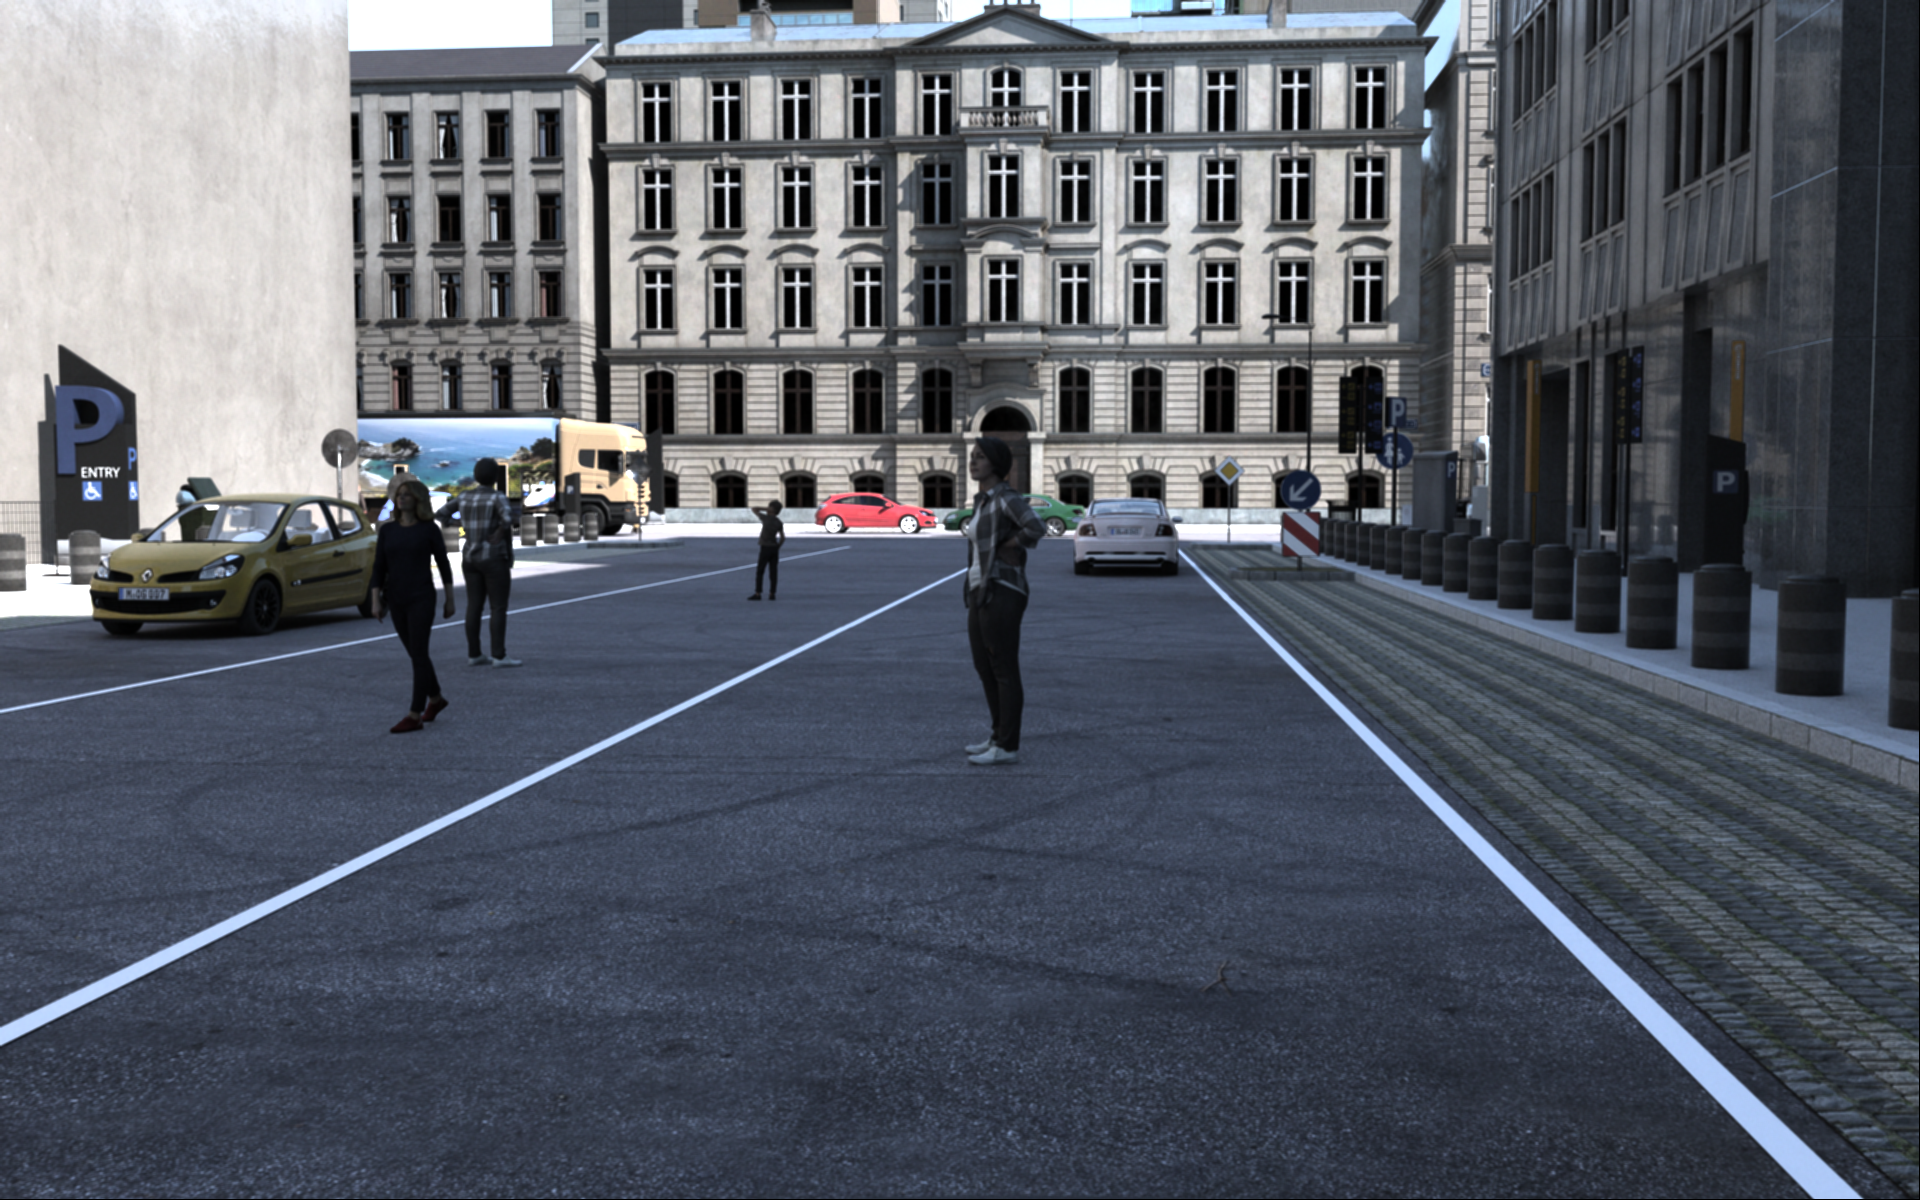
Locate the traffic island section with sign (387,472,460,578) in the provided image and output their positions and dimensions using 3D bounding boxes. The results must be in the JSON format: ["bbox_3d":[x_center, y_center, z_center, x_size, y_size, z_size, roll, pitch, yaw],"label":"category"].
[{"bbox_3d":[-9.880,-1.320,30.216,1.989,1.847,2.006,0,4,5],"label":"traffic island section with sign"}]

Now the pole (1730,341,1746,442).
[{"bbox_3d":[10.369,-1.793,23.153,0.158,3.312,0.155,0,3,0],"label":"pole"}]

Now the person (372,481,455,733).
[{"bbox_3d":[-3.345,0.024,10.646,0.480,1.512,0.613,-1,4,-11],"label":"person"}]

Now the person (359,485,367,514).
[{"bbox_3d":[-20.275,-3.005,58.190,0.990,1.755,0.434,3,4,39],"label":"person"}]

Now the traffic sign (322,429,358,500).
[{"bbox_3d":[-12.167,-2.071,33.974,0.768,2.556,0.104,1,4,10],"label":"traffic sign"}]

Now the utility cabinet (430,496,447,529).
[{"bbox_3d":[-14.155,-2.177,46.759,0.306,1.237,1.020,0,4,1],"label":"utility cabinet"}]

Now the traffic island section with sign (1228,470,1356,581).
[{"bbox_3d":[5.581,-1.266,29.326,1.989,1.847,2.006,0,4,5],"label":"traffic island section with sign"}]

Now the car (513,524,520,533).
[{"bbox_3d":[-17.500,-3.318,64.476,3.980,1.641,2.015,0,4,4],"label":"car"}]

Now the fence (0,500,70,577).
[{"bbox_3d":[-14.287,-0.898,25.885,0.480,1.192,2.264,1,4,14],"label":"fence"}]

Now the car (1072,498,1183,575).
[{"bbox_3d":[3.091,-1.207,32.099,2.083,1.381,4.827,0,4,6],"label":"car"}]

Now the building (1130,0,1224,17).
[{"bbox_3d":[34.857,-56.510,236.606,31.000,86.520,22.319,0,4,5],"label":"building"}]

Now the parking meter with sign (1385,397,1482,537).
[{"bbox_3d":[8.381,-2.099,30.586,0.543,3.016,1.738,-3,5,-42],"label":"parking meter with sign"}]

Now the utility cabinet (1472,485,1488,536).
[{"bbox_3d":[13.384,-2.129,43.484,0.318,1.500,1.173,-2,4,-30],"label":"utility cabinet"}]

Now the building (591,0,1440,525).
[{"bbox_3d":[2.392,-15.760,76.762,34.723,24.649,14.460,0,4,5],"label":"building"}]

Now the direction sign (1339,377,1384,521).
[{"bbox_3d":[7.744,-2.538,33.499,0.876,3.537,0.379,0,4,-8],"label":"direction sign"}]

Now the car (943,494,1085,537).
[{"bbox_3d":[1.864,-2.857,58.516,4.920,1.459,2.131,0,4,6],"label":"car"}]

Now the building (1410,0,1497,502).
[{"bbox_3d":[32.249,-16.875,73.171,25.104,27.353,12.463,0,4,5],"label":"building"}]

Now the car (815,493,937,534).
[{"bbox_3d":[-3.068,-3.331,63.496,4.494,1.783,2.155,0,4,5],"label":"car"}]

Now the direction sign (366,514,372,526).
[{"bbox_3d":[-24.108,-4.787,70.270,0.379,3.537,0.876,3,5,40],"label":"direction sign"}]

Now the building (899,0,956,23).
[{"bbox_3d":[-11.508,-46.086,191.755,20.611,71.187,20.563,0,4,5],"label":"building"}]

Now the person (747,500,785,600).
[{"bbox_3d":[-2.625,-0.675,23.441,0.435,1.345,0.340,-3,5,-39],"label":"person"}]

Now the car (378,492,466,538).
[{"bbox_3d":[-17.184,-2.899,56.988,3.694,1.707,1.945,0,4,7],"label":"car"}]

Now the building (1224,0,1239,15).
[{"bbox_3d":[36.977,-45.780,186.748,20.563,71.187,20.611,0,4,5],"label":"building"}]

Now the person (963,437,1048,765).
[{"bbox_3d":[0.214,-0.003,9.277,0.376,1.734,0.841,0,4,-7],"label":"person"}]

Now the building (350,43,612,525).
[{"bbox_3d":[-24.177,-13.955,77.313,18.267,20.994,9.793,0,4,5],"label":"building"}]

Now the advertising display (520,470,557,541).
[{"bbox_3d":[-11.509,-2.575,47.317,0.974,1.923,0.123,-2,4,-35],"label":"advertising display"}]

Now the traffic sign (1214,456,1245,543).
[{"bbox_3d":[7.032,-2.546,45.274,0.795,2.450,0.064,0,4,5],"label":"traffic sign"}]

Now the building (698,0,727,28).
[{"bbox_3d":[-12.675,-30.177,143.510,14.600,45.320,14.200,0,4,5],"label":"building"}]

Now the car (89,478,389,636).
[{"bbox_3d":[-7.711,-0.525,18.816,2.015,1.641,3.980,0,4,7],"label":"car"}]

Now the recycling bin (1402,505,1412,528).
[{"bbox_3d":[11.082,-1.769,41.471,0.722,1.027,0.722,-2,4,-33],"label":"recycling bin"}]

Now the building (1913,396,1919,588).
[{"bbox_3d":[16.814,-11.129,11.630,12.332,23.373,15.834,0,4,5],"label":"building"}]

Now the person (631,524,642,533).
[{"bbox_3d":[-11.778,-2.870,63.351,0.347,0.859,0.695,1,4,13],"label":"person"}]

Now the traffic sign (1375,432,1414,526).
[{"bbox_3d":[8.965,-2.183,35.802,0.768,2.556,0.104,1,4,14],"label":"traffic sign"}]

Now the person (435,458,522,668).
[{"bbox_3d":[-3.960,-0.318,14.428,0.841,1.734,0.376,2,4,32],"label":"person"}]

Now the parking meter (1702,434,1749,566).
[{"bbox_3d":[7.403,-0.675,16.745,0.399,1.863,0.255,2,4,24],"label":"parking meter"}]

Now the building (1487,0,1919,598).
[{"bbox_3d":[17.558,-12.960,29.915,12.078,24.808,19.932,0,4,5],"label":"building"}]

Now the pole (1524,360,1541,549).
[{"bbox_3d":[8.755,-1.997,26.498,0.158,3.312,0.155,0,3,0],"label":"pole"}]

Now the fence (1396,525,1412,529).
[{"bbox_3d":[8.693,-1.073,32.919,0.278,0.683,2.069,-1,4,-14],"label":"fence"}]

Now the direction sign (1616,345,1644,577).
[{"bbox_3d":[10.373,-2.134,26.891,0.379,3.537,0.876,0,4,-3],"label":"direction sign"}]

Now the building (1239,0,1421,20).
[{"bbox_3d":[29.577,-28.000,141.398,14.154,41.232,14.086,0,4,5],"label":"building"}]

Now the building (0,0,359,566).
[{"bbox_3d":[-33.290,-14.151,35.891,34.151,26.468,19.350,0,4,5],"label":"building"}]

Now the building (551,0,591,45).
[{"bbox_3d":[-32.068,-46.178,193.258,20.611,71.187,20.563,0,4,5],"label":"building"}]

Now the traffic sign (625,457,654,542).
[{"bbox_3d":[-8.643,-2.637,46.750,0.795,2.450,0.064,0,4,5],"label":"traffic sign"}]
